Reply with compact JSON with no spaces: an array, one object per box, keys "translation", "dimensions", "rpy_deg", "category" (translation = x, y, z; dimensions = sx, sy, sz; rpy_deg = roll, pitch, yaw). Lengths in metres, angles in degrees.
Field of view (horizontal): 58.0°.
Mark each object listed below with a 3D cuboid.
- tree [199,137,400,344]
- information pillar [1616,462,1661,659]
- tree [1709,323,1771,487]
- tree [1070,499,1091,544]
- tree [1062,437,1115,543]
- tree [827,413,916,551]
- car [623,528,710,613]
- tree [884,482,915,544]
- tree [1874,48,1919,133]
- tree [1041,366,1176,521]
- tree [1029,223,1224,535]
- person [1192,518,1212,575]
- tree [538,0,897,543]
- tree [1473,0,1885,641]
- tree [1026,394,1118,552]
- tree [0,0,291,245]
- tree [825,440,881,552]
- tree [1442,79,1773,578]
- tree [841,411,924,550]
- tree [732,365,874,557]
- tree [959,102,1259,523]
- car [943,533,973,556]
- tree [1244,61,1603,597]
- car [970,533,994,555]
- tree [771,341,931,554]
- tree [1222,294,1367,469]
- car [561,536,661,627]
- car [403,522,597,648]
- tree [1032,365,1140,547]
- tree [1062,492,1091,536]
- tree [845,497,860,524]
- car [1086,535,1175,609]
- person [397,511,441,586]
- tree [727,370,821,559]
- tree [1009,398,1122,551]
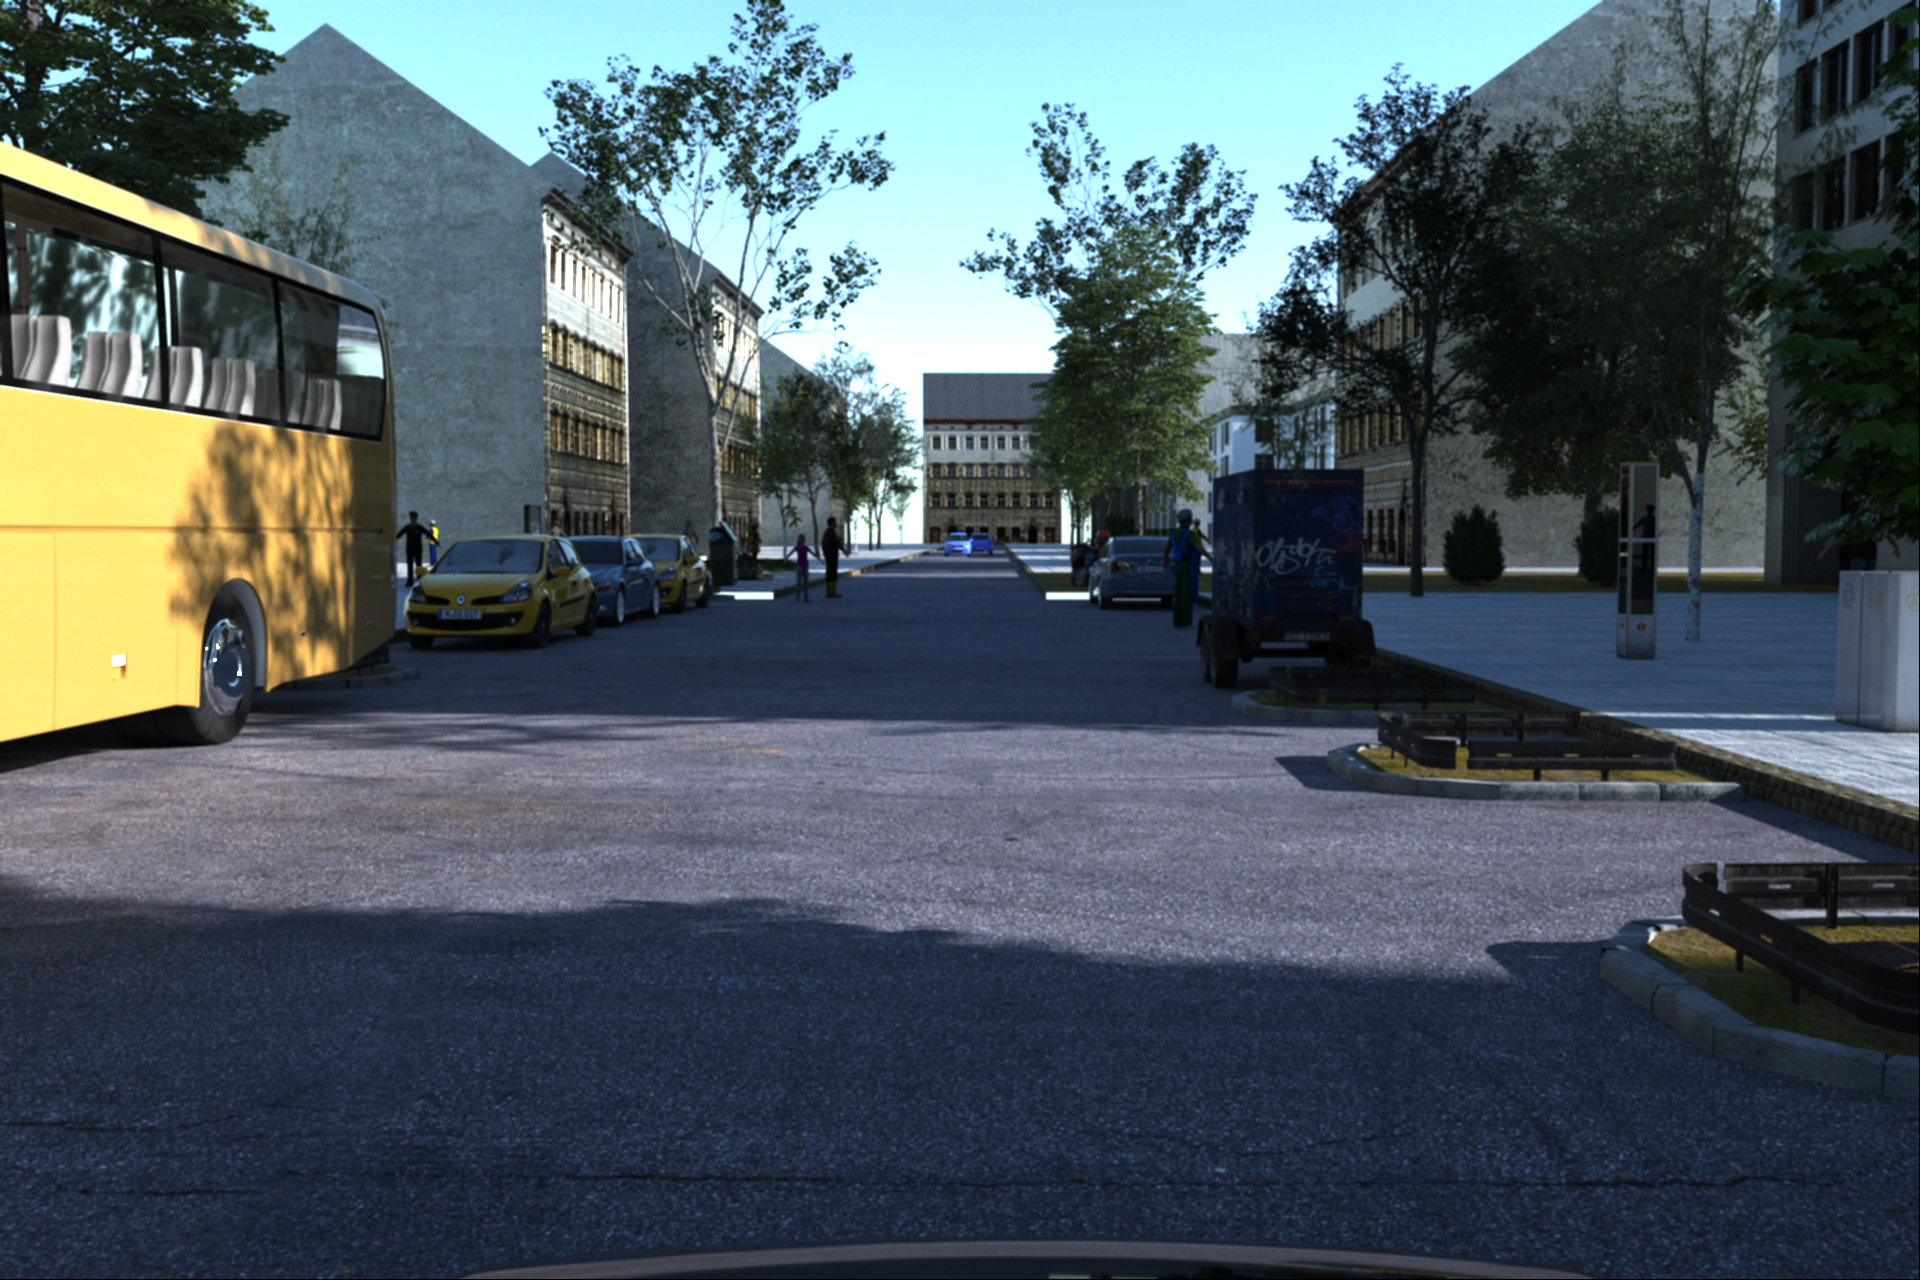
[{"translation":[-12.019,-4.985,31.866],"dimensions":[4.360,8.622,3.978],"rpy_deg":[0,3,0],"category":"tree"},{"translation":[6.975,-0.815,17.822],"dimensions":[0.304,2.012,0.304],"rpy_deg":[0,4,1],"category":"information pillar"},{"translation":[26.758,-6.508,56.768],"dimensions":[4.737,8.622,4.395],"rpy_deg":[0,3,0],"category":"tree"},{"translation":[17.082,-17.371,234.372],"dimensions":[4.737,8.622,4.395],"rpy_deg":[0,3,0],"category":"tree"},{"translation":[8.297,-10.056,114.770],"dimensions":[4.737,8.622,4.395],"rpy_deg":[0,3,0],"category":"tree"},{"translation":[-7.189,-12.236,134.467],"dimensions":[8.767,10.594,7.601],"rpy_deg":[3,4,38],"category":"tree"},{"translation":[-5.810,-1.364,32.517],"dimensions":[2.015,1.641,3.980],"rpy_deg":[0,4,1],"category":"car"},{"translation":[-7.625,-17.245,232.320],"dimensions":[4.360,8.622,3.978],"rpy_deg":[0,3,0],"category":"tree"},{"translation":[9.469,-5.279,12.072],"dimensions":[9.928,11.665,9.643],"rpy_deg":[0,3,0],"category":"tree"},{"translation":[8.133,-9.673,92.564],"dimensions":[8.767,10.594,7.601],"rpy_deg":[2,4,32],"category":"tree"},{"translation":[6.244,-8.921,63.983],"dimensions":[7.486,12.596,7.792],"rpy_deg":[0,3,0],"category":"tree"},{"translation":[7.492,-2.923,54.261],"dimensions":[0.721,1.772,1.216],"rpy_deg":[-2,4,-26],"category":"person"},{"translation":[-8.134,-12.389,58.449],"dimensions":[12.611,20.169,13.585],"rpy_deg":[0,3,0],"category":"tree"},{"translation":[8.909,-4.278,20.308],"dimensions":[4.360,8.622,3.978],"rpy_deg":[0,3,0],"category":"tree"},{"translation":[8.352,-12.077,123.208],"dimensions":[9.928,11.665,9.643],"rpy_deg":[0,3,0],"category":"tree"},{"translation":[-12.471,-6.416,23.028],"dimensions":[7.486,12.596,7.792],"rpy_deg":[0,3,0],"category":"tree"},{"translation":[-7.273,-10.392,120.267],"dimensions":[4.737,8.622,4.395],"rpy_deg":[0,3,0],"category":"tree"},{"translation":[18.476,-8.799,50.523],"dimensions":[9.857,13.997,8.962],"rpy_deg":[0,3,0],"category":"tree"},{"translation":[-6.801,-13.336,143.801],"dimensions":[9.928,11.665,9.643],"rpy_deg":[0,3,0],"category":"tree"},{"translation":[-8.147,-9.860,95.628],"dimensions":[7.601,10.594,8.767],"rpy_deg":[2,4,31],"category":"tree"},{"translation":[6.023,-13.585,78.010],"dimensions":[12.611,20.169,13.585],"rpy_deg":[0,3,0],"category":"tree"},{"translation":[-0.134,-6.258,111.908],"dimensions":[1.945,1.707,3.694],"rpy_deg":[0,4,1],"category":"car"},{"translation":[9.093,-6.166,35.220],"dimensions":[7.601,10.594,8.767],"rpy_deg":[-2,4,-27],"category":"tree"},{"translation":[1.401,-6.707,119.256],"dimensions":[1.945,1.707,3.694],"rpy_deg":[0,4,0],"category":"car"},{"translation":[-7.089,-12.203,109.889],"dimensions":[12.009,13.543,11.850],"rpy_deg":[0,3,0],"category":"tree"},{"translation":[9.723,-6.321,53.707],"dimensions":[4.360,8.622,3.978],"rpy_deg":[0,3,0],"category":"tree"},{"translation":[-6.061,-0.995,28.266],"dimensions":[2.014,1.417,4.499],"rpy_deg":[0,4,1],"category":"car"},{"translation":[-6.026,-0.777,22.935],"dimensions":[2.015,1.641,3.980],"rpy_deg":[0,4,1],"category":"car"},{"translation":[8.024,-10.958,104.916],"dimensions":[9.928,11.665,9.643],"rpy_deg":[0,3,0],"category":"tree"},{"translation":[16.215,-17.047,229.077],"dimensions":[4.360,8.622,3.978],"rpy_deg":[0,3,0],"category":"tree"},{"translation":[-16.570,-19.220,232.373],"dimensions":[7.486,12.596,7.792],"rpy_deg":[0,3,0],"category":"tree"},{"translation":[3.537,-1.369,34.382],"dimensions":[2.014,1.417,4.499],"rpy_deg":[0,4,0],"category":"car"},{"translation":[-13.385,-2.233,42.451],"dimensions":[1.347,1.837,0.705],"rpy_deg":[0,4,-5],"category":"person"},{"translation":[-7.991,-7.751,77.093],"dimensions":[4.737,8.622,4.395],"rpy_deg":[0,3,0],"category":"tree"},{"translation":[8.802,-13.707,134.476],"dimensions":[12.009,13.543,11.850],"rpy_deg":[0,3,0],"category":"tree"}]
